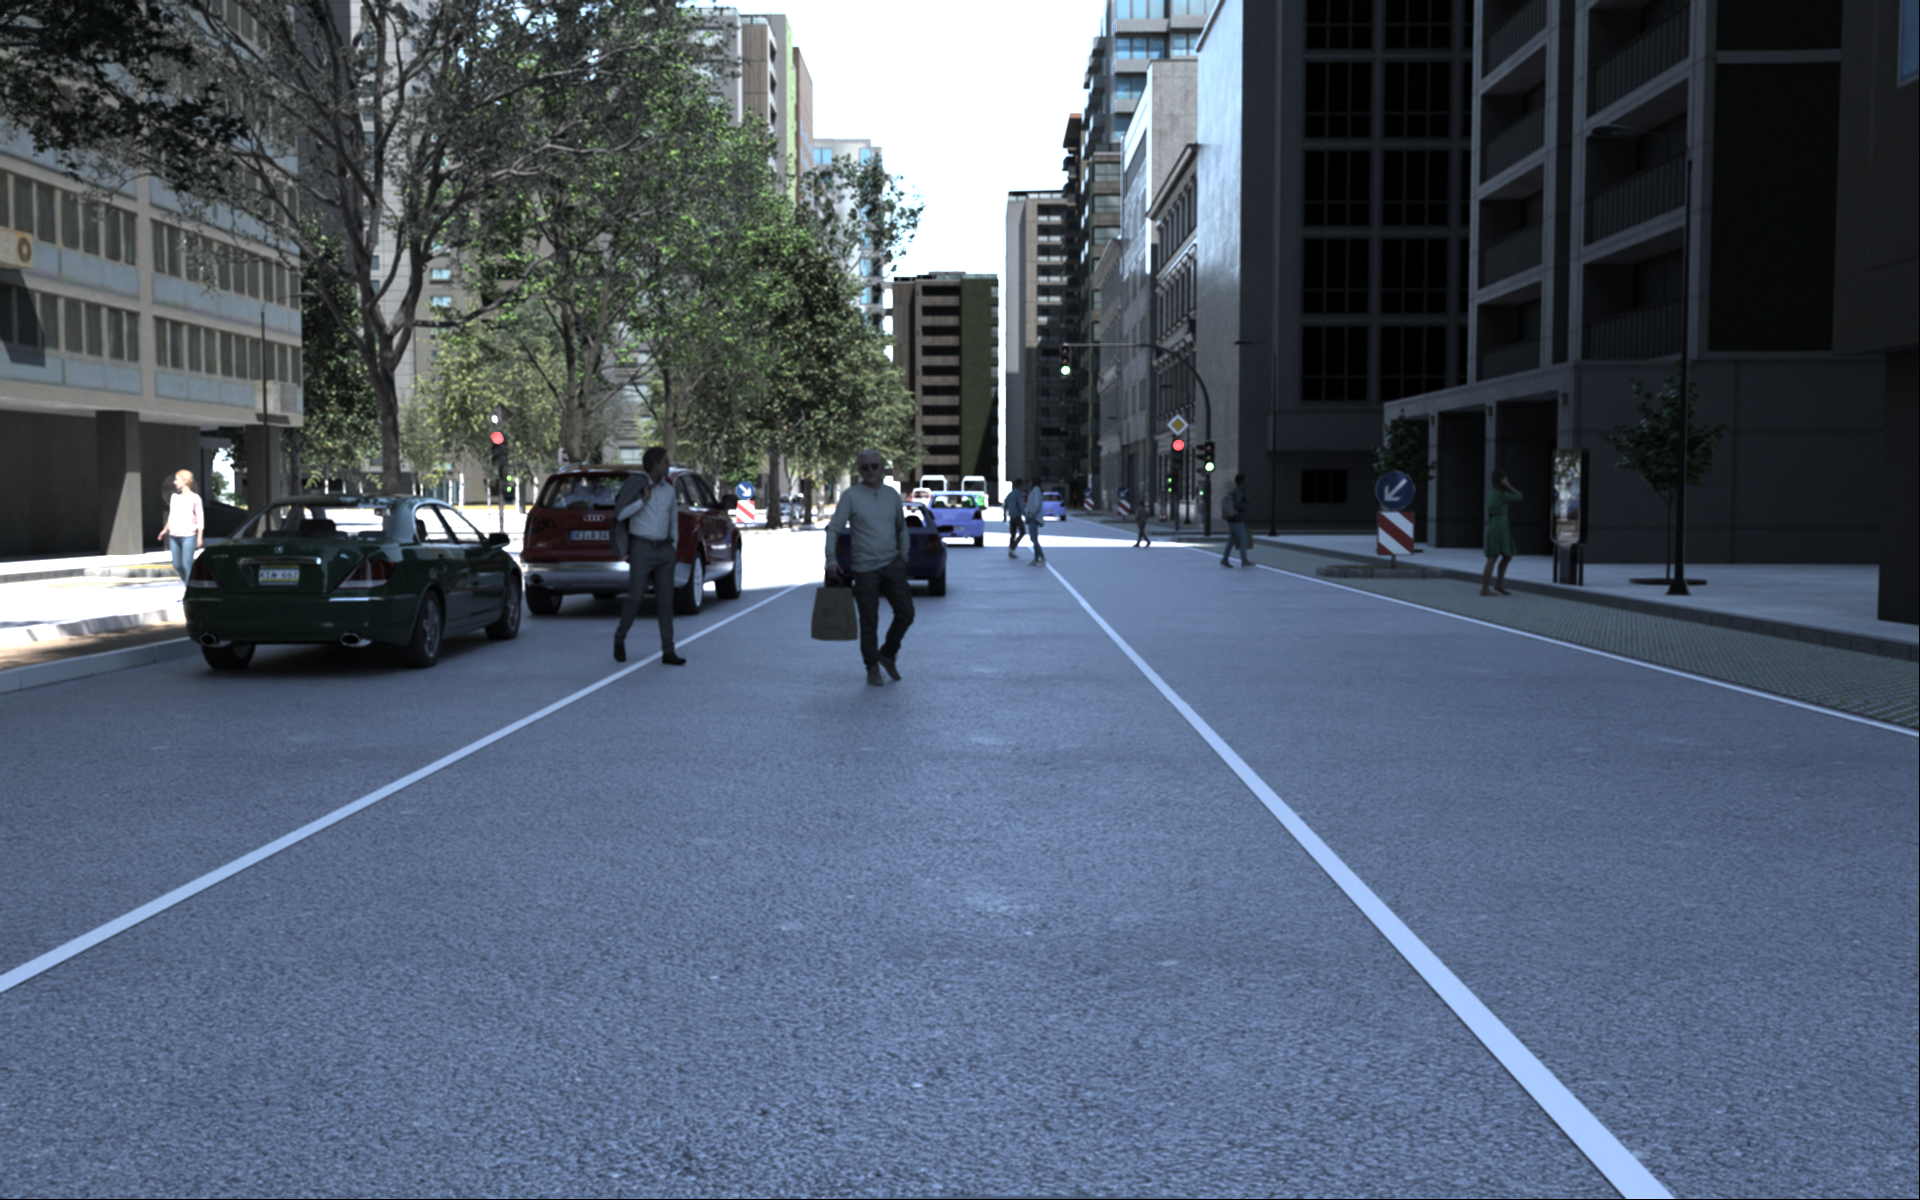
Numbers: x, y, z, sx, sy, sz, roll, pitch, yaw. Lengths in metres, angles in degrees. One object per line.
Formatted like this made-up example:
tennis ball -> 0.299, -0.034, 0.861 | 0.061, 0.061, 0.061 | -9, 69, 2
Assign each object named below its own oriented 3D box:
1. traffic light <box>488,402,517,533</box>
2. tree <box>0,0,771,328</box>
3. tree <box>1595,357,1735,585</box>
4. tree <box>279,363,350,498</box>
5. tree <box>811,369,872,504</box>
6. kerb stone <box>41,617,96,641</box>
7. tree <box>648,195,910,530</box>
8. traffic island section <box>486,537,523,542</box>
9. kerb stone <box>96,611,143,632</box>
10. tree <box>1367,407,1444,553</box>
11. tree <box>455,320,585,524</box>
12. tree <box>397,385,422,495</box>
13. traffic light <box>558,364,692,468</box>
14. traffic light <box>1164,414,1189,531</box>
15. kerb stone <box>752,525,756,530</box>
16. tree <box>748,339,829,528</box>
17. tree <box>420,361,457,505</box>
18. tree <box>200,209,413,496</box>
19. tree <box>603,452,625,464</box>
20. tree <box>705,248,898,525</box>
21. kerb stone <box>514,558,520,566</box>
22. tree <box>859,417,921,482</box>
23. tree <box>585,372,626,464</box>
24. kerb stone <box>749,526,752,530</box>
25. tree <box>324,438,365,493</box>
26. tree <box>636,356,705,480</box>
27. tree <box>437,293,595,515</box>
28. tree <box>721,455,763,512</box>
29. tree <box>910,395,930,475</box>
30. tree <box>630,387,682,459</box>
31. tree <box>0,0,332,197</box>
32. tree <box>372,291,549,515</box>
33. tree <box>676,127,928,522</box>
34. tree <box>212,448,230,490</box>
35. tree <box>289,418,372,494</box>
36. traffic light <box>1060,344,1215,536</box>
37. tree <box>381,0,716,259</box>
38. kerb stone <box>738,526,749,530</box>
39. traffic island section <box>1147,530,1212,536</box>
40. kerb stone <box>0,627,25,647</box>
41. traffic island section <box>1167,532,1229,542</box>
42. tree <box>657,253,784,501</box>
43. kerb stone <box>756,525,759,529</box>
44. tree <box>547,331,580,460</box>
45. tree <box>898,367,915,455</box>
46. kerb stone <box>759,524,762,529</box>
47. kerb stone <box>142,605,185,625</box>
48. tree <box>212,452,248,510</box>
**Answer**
traffic light -> -13.974, -3.905, 52.766 | 0.839, 4.253, 0.868 | 0, 4, 1
tree -> -7.750, -6.752, 23.218 | 12.009, 13.543, 11.850 | 0, 3, 0
tree -> 10.194, -1.836, 24.622 | 1.663, 3.219, 1.824 | 0, 3, 0
tree -> -38.779, -11.065, 99.034 | 7.486, 12.596, 7.792 | 0, 3, 0
tree -> -7.021, -8.963, 99.368 | 4.360, 8.622, 3.978 | 0, 3, 0
kerb stone -> -8.955, 0.303, 17.265 | 0.120, 0.150, 1.000 | 0, 4, 1
tree -> -7.035, -8.924, 65.369 | 9.611, 12.733, 9.660 | 0, 3, 0
traffic island section -> -14.014, -1.873, 52.901 | 2.009, 0.180, 2.903 | 0, 4, 1
kerb stone -> -8.957, 0.242, 18.290 | 0.120, 0.150, 1.000 | 0, 4, 1
tree -> 9.882, -2.676, 38.360 | 1.663, 3.219, 1.824 | 0, 3, 0
tree -> -18.767, -7.572, 74.157 | 4.360, 8.622, 3.978 | 0, 3, 0
tree -> -28.082, -8.894, 95.783 | 4.360, 8.622, 3.978 | 0, 3, 0
traffic light -> -11.791, -5.266, 60.762 | 4.771, 5.953, 1.251 | 0, 4, 1
traffic light -> 7.577, -4.379, 60.522 | 0.839, 4.253, 0.868 | 0, 4, 1
kerb stone -> -8.367, -2.864, 69.025 | 0.120, 0.150, 1.000 | 0, 4, 1
tree -> -7.142, -7.344, 72.902 | 4.737, 8.622, 4.395 | 0, 3, 0
tree -> -23.201, -8.195, 84.343 | 4.360, 8.622, 3.978 | 0, 3, 0
tree -> -26.546, -9.279, 68.726 | 9.611, 12.733, 9.660 | 0, 3, 0
tree -> -15.775, -5.213, 79.830 | 1.663, 3.219, 1.824 | 0, 3, 0
tree -> -7.041, -9.688, 78.980 | 7.486, 12.596, 7.792 | 0, 3, 0
kerb stone -> -8.761, -0.766, 34.716 | 0.120, 0.150, 1.000 | 0, 4, 1
tree -> -6.913, -11.433, 123.796 | 8.767, 10.594, 7.601 | 0, 4, 1
tree -> -21.251, -9.052, 98.369 | 4.360, 8.622, 3.978 | 0, 3, 0
kerb stone -> -8.378, -2.797, 68.004 | 0.120, 0.150, 1.000 | 0, 4, 1
tree -> -41.946, -10.232, 117.649 | 4.360, 8.622, 3.978 | 0, 3, 0
tree -> -15.906, -11.421, 104.853 | 7.486, 12.596, 7.792 | 0, 3, 0
tree -> -27.451, -12.310, 107.922 | 9.857, 13.997, 8.962 | 0, 3, 0
tree -> -15.758, -8.584, 124.057 | 4.285, 4.588, 4.351 | 0, 3, 0
tree -> -6.838, -11.927, 114.473 | 9.611, 12.733, 9.660 | 0, 3, 0
tree -> -19.259, -9.944, 112.939 | 4.737, 8.622, 4.395 | 0, 3, 0
tree -> -7.955, -4.577, 11.705 | 8.767, 10.594, 7.601 | 0, 4, 1
tree -> -18.316, -6.929, 63.644 | 4.737, 8.622, 4.395 | 0, 3, 0
tree -> -8.376, -14.140, 89.529 | 12.611, 20.169, 13.585 | 0, 3, 0
tree -> -40.077, -8.620, 91.305 | 4.360, 8.622, 3.978 | 0, 3, 0
tree -> -33.884, -8.651, 91.799 | 4.737, 8.622, 4.395 | 0, 3, 0
traffic light -> 5.393, -4.755, 52.420 | 4.771, 5.953, 1.251 | 0, 4, 1
tree -> -7.634, -6.490, 34.323 | 9.928, 11.665, 9.643 | 0, 3, 0
kerb stone -> -8.396, -2.739, 66.981 | 0.120, 0.150, 1.000 | 0, 4, 1
traffic island section -> 7.617, -2.346, 60.635 | 2.009, 0.180, 2.903 | 0, 4, 1
kerb stone -> -8.974, 0.364, 16.244 | 0.120, 0.150, 1.000 | 0, 4, 1
traffic island section -> 7.525, -1.857, 52.651 | 2.009, 0.180, 2.903 | 0, 4, 1
tree -> -7.282, -6.045, 51.651 | 4.360, 8.622, 3.978 | 0, 3, 0
kerb stone -> -8.352, -2.924, 70.052 | 0.120, 0.150, 1.000 | 0, 4, 1
tree -> -19.375, -7.868, 79.003 | 4.737, 8.622, 4.395 | 0, 3, 0
tree -> -6.633, -11.318, 105.641 | 7.486, 12.596, 7.792 | 0, 3, 0
kerb stone -> -8.348, -2.989, 71.081 | 0.120, 0.150, 1.000 | 0, 4, 1
kerb stone -> -8.942, 0.176, 19.314 | 0.120, 0.150, 1.000 | 0, 4, 1
tree -> -59.002, -13.493, 122.432 | 18.604, 14.587, 13.155 | 0, 4, -6
